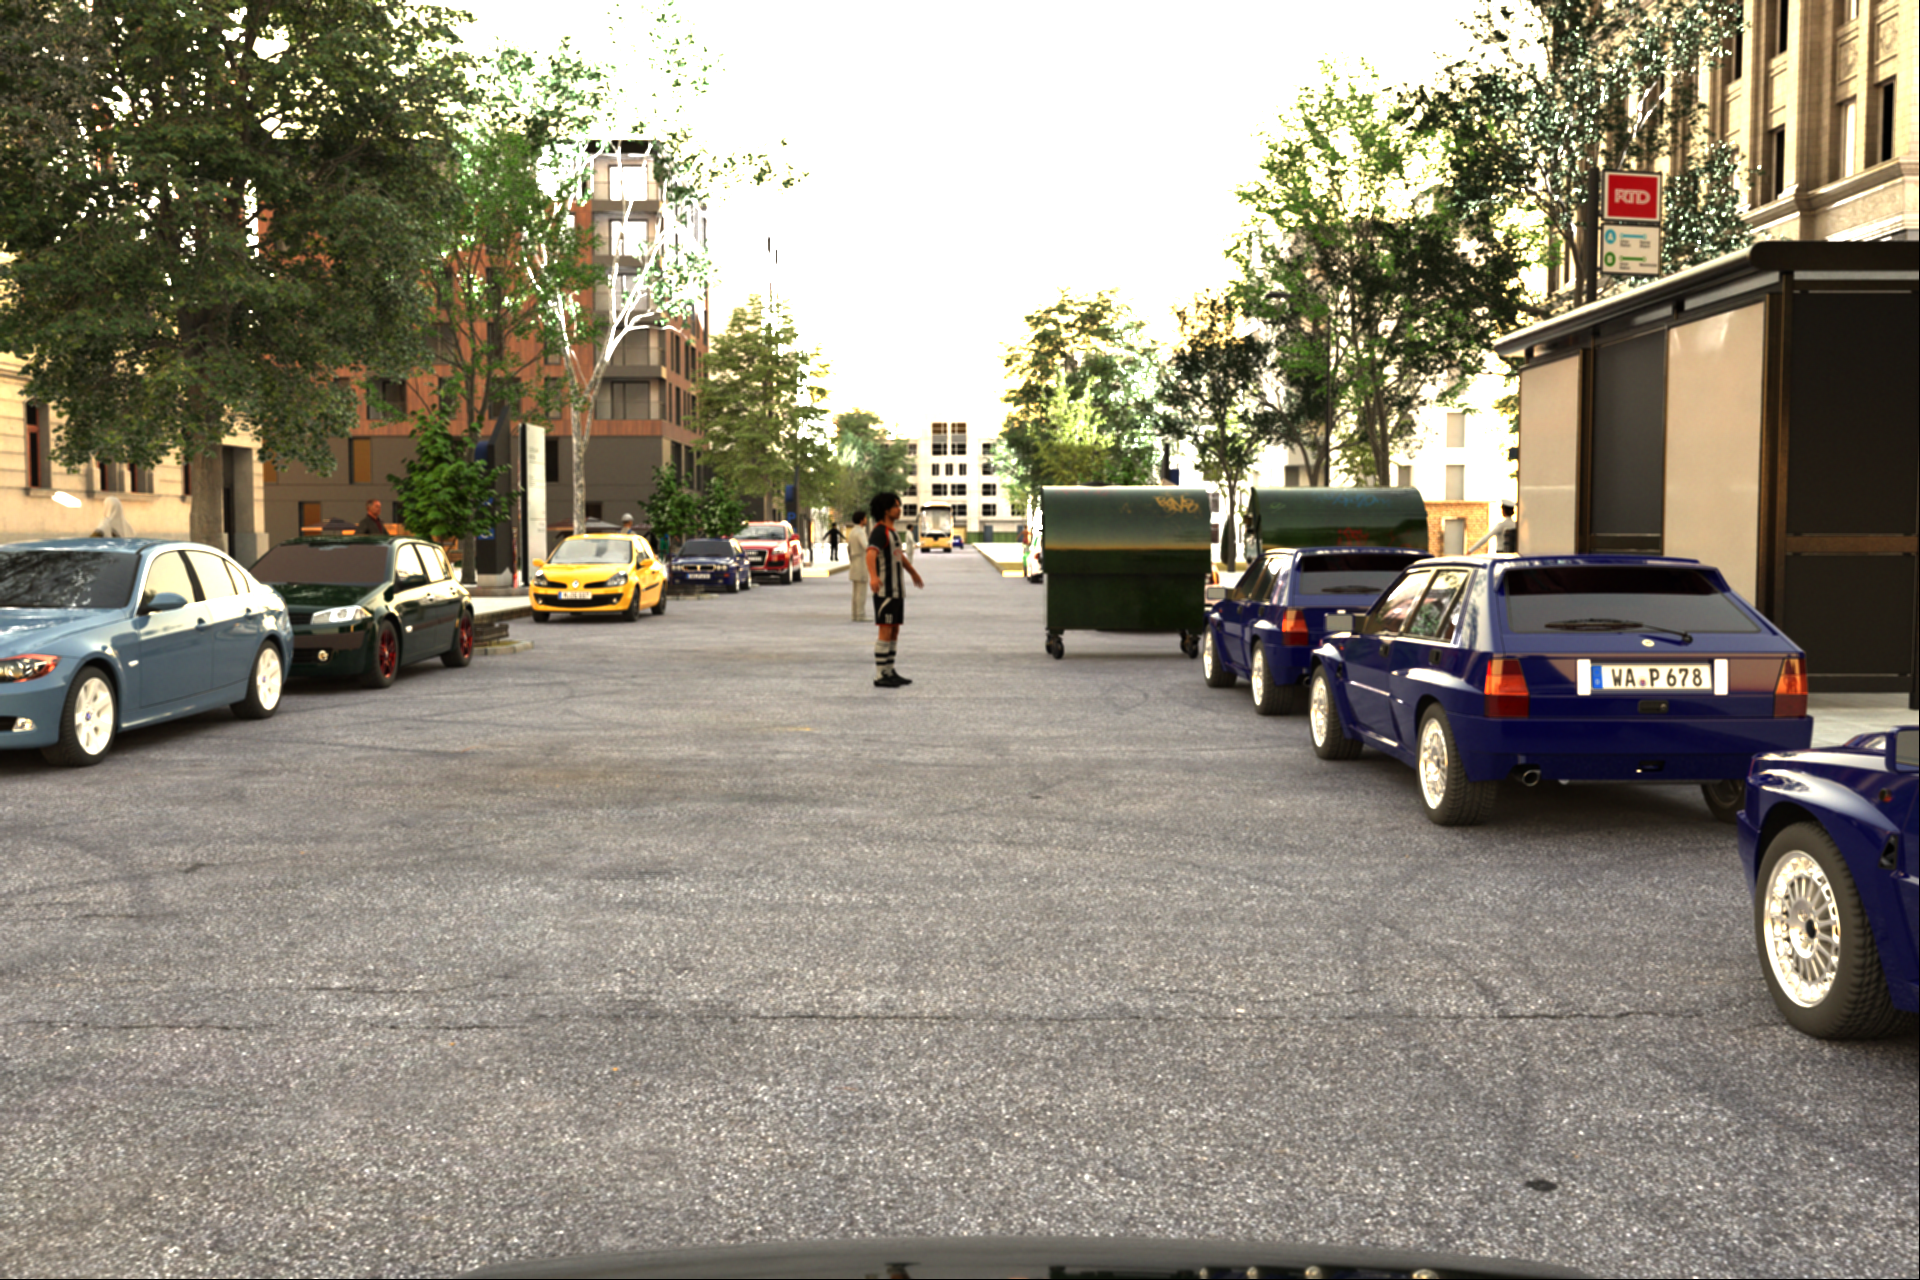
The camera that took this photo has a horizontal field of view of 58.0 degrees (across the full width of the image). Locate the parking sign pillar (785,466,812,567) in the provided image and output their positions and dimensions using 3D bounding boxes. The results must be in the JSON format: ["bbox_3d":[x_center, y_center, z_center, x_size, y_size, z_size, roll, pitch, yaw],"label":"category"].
[{"bbox_3d":[-6.538,-4.853,67.824,1.447,3.967,1.447,0,4,0],"label":"parking sign pillar"}]

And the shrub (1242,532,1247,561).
[{"bbox_3d":[11.433,-3.746,65.282,1.661,2.075,1.752,0,3,0],"label":"shrub"}]

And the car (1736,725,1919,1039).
[{"bbox_3d":[3.255,0.539,3.768,1.945,1.354,3.894,0,3,0],"label":"car"}]

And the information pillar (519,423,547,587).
[{"bbox_3d":[-9.258,-2.829,37.571,0.184,3.620,1.656,0,4,0],"label":"information pillar"}]

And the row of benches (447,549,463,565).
[{"bbox_3d":[-21.503,-3.324,69.806,4.104,0.672,1.422,-2,4,-26],"label":"row of benches"}]

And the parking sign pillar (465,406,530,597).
[{"bbox_3d":[-9.659,-2.899,35.866,1.447,3.967,1.447,0,4,0],"label":"parking sign pillar"}]

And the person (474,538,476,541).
[{"bbox_3d":[-18.782,-3.585,67.885,0.991,1.433,0.599,-2,4,-30],"label":"person"}]

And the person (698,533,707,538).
[{"bbox_3d":[-9.284,-3.549,64.300,1.348,1.796,0.705,2,4,25],"label":"person"}]

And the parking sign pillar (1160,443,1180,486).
[{"bbox_3d":[6.282,-3.889,52.064,1.447,3.967,1.447,0,4,0],"label":"parking sign pillar"}]

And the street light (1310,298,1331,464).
[{"bbox_3d":[7.624,-3.719,33.351,1.470,5.913,1.316,0,4,0],"label":"street light"}]

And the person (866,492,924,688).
[{"bbox_3d":[-0.650,-0.472,16.320,0.704,1.843,1.345,1,4,16],"label":"person"}]

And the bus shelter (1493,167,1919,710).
[{"bbox_3d":[6.707,-2.391,16.727,2.179,5.291,8.768,0,3,0],"label":"bus shelter"}]

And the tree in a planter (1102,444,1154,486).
[{"bbox_3d":[3.323,-2.277,34.458,1.991,3.239,1.994,0,4,1],"label":"tree in a planter"}]

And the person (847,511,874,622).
[{"bbox_3d":[-1.618,-1.211,28.444,0.705,1.806,1.347,-1,4,-23],"label":"person"}]

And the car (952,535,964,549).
[{"bbox_3d":[-0.551,-9.350,165.455,1.945,1.354,3.894,0,4,-1],"label":"car"}]

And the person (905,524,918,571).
[{"bbox_3d":[-1.903,-3.557,66.804,0.705,1.806,1.347,-1,4,-16],"label":"person"}]

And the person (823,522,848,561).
[{"bbox_3d":[-5.985,-4.685,82.539,1.347,1.837,0.705,2,4,23],"label":"person"}]

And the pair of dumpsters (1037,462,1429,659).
[{"bbox_3d":[3.124,-0.939,20.299,4.436,2.255,1.574,0,4,0],"label":"pair of dumpsters"}]

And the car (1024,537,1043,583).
[{"bbox_3d":[2.973,-2.417,51.874,2.083,1.381,4.827,0,4,0],"label":"car"}]

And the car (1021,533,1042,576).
[{"bbox_3d":[3.035,-2.975,57.440,1.959,1.807,4.718,0,4,-1],"label":"car"}]

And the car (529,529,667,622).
[{"bbox_3d":[-6.119,-1.178,29.480,2.015,1.641,3.980,0,4,0],"label":"car"}]

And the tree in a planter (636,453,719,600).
[{"bbox_3d":[-6.414,-2.515,38.347,1.991,3.239,1.994,0,4,1],"label":"tree in a planter"}]

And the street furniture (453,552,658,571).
[{"bbox_3d":[-15.859,-2.876,62.649,10.072,0.657,5.734,1,4,12],"label":"street furniture"}]

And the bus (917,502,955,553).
[{"bbox_3d":[-1.868,-8.888,136.872,2.896,3.916,12.252,0,4,0],"label":"bus"}]

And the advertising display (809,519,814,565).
[{"bbox_3d":[-6.249,-4.137,72.858,0.123,1.923,0.974,0,4,1],"label":"advertising display"}]

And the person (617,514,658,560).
[{"bbox_3d":[-6.791,-1.662,35.481,1.347,1.847,0.705,2,4,28],"label":"person"}]

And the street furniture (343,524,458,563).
[{"bbox_3d":[-26.410,-4.412,78.983,9.812,1.723,11.010,3,5,44],"label":"street furniture"}]

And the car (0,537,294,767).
[{"bbox_3d":[-6.215,-0.011,12.177,2.014,1.417,4.499,0,4,0],"label":"car"}]

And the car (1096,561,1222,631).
[{"bbox_3d":[2.902,-0.895,27.000,2.083,1.381,4.827,0,4,-1],"label":"car"}]

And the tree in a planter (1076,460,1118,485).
[{"bbox_3d":[3.322,-2.745,42.103,1.991,3.239,1.994,0,4,0],"label":"tree in a planter"}]

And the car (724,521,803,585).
[{"bbox_3d":[-5.787,-2.579,50.837,2.281,1.827,5.304,0,4,0],"label":"car"}]

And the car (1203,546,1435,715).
[{"bbox_3d":[3.186,-0.150,15.032,1.945,1.354,3.894,0,4,-1],"label":"car"}]

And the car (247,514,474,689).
[{"bbox_3d":[-6.161,-0.459,17.293,2.009,1.686,4.222,0,3,0],"label":"car"}]

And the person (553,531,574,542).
[{"bbox_3d":[-18.255,-4.553,80.585,1.346,1.812,0.704,-1,4,-8],"label":"person"}]

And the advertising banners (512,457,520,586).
[{"bbox_3d":[-10.025,-2.610,38.862,0.090,3.025,2.074,0,4,-1],"label":"advertising banners"}]

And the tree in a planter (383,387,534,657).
[{"bbox_3d":[-6.336,-1.463,21.138,1.991,3.239,1.994,0,3,0],"label":"tree in a planter"}]

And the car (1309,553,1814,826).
[{"bbox_3d":[3.156,0.166,9.858,1.945,1.354,3.894,0,4,-1],"label":"car"}]

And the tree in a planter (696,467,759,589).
[{"bbox_3d":[-6.419,-2.997,46.217,1.991,3.239,1.994,0,4,1],"label":"tree in a planter"}]

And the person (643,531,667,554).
[{"bbox_3d":[-13.774,-4.386,77.894,1.347,1.806,0.705,-2,4,-35],"label":"person"}]

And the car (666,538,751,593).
[{"bbox_3d":[-6.255,-1.877,43.263,1.945,1.354,3.894,0,4,0],"label":"car"}]

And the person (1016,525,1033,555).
[{"bbox_3d":[3.425,-5.036,89.139,1.217,1.733,0.721,2,4,29],"label":"person"}]
